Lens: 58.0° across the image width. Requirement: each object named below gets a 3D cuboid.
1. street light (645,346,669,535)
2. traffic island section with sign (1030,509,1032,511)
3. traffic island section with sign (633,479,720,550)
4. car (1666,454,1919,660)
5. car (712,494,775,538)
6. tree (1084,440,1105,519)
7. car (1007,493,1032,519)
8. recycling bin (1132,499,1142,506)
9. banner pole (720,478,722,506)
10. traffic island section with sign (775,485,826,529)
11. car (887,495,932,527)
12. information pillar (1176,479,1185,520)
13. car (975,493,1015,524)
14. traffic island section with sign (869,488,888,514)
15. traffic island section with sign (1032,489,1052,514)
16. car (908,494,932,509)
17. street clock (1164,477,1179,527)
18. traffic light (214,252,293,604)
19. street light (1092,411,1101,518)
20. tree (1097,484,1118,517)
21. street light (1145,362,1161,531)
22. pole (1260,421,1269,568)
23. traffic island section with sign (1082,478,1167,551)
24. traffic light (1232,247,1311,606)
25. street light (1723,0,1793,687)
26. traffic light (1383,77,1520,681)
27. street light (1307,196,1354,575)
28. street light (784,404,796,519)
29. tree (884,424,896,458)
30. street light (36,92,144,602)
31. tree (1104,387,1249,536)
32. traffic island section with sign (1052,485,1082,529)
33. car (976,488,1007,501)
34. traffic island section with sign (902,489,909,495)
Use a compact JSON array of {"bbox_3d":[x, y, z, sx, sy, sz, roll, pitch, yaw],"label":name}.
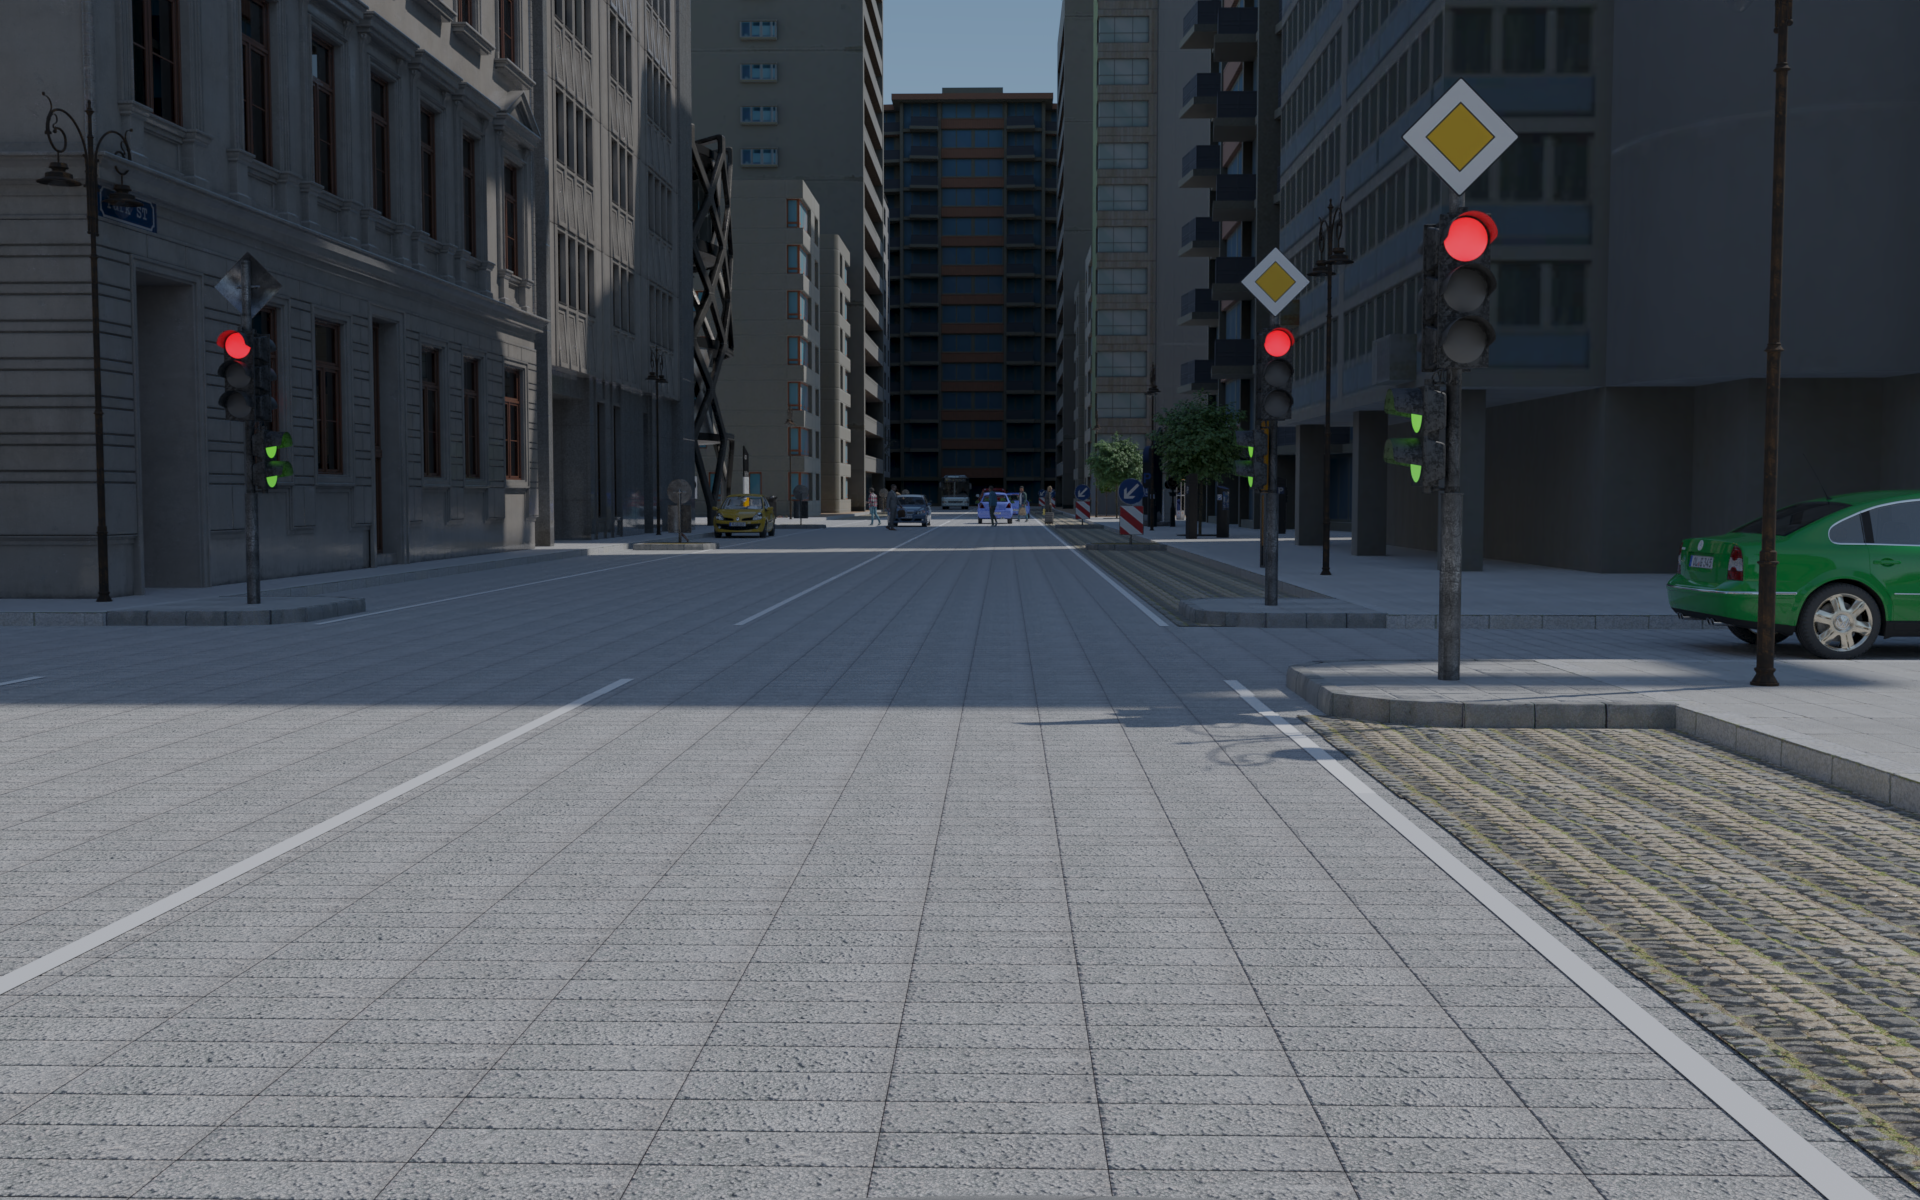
[{"bbox_3d":[-9.447,-4.975,54.121,0.468,5.910,1.993,0,4,1],"label":"street light"},{"bbox_3d":[6.949,-8.562,148.623,1.989,1.847,2.006,0,4,1],"label":"traffic island section with sign"},{"bbox_3d":[-7.320,-2.225,45.000,1.989,1.847,2.006,0,4,1],"label":"traffic island section with sign"},{"bbox_3d":[8.959,-0.420,15.657,4.718,1.807,1.959,0,4,2],"label":"car"},{"bbox_3d":[-7.179,-2.909,57.793,2.015,1.641,3.980,0,3,0],"label":"car"},{"bbox_3d":[8.134,-6.496,89.928,4.285,4.588,4.351,0,3,0],"label":"tree"},{"bbox_3d":[3.229,-5.600,101.150,1.945,1.707,3.694,0,4,3],"label":"car"},{"bbox_3d":[8.325,-4.168,80.703,0.722,1.027,0.722,0,4,6],"label":"recycling bin"},{"bbox_3d":[-12.377,-6.098,89.723,0.401,3.779,0.863,-1,4,-10],"label":"banner pole"},{"bbox_3d":[-6.609,-3.884,72.139,1.989,1.847,2.006,0,4,1],"label":"traffic island section with sign"},{"bbox_3d":[-2.237,-3.987,77.187,2.014,1.417,4.499,0,4,2],"label":"car"},{"bbox_3d":[10.962,-4.992,86.108,0.304,2.012,0.304,3,5,44],"label":"information pillar"},{"bbox_3d":[1.702,-4.580,84.467,1.945,1.707,3.694,0,4,0],"label":"car"},{"bbox_3d":[-5.319,-6.933,121.985,1.989,1.847,2.006,0,4,1],"label":"traffic island section with sign"},{"bbox_3d":[6.243,-6.914,121.677,1.989,1.847,2.006,0,4,1],"label":"traffic island section with sign"},{"bbox_3d":[-2.689,-5.832,105.139,2.009,1.686,4.222,0,4,1],"label":"car"},{"bbox_3d":[8.309,-3.855,67.604,0.471,2.002,0.358,0,4,-6],"label":"street clock"},{"bbox_3d":[-8.240,-1.909,20.132,0.839,4.253,0.868,0,4,1],"label":"traffic light"},{"bbox_3d":[7.456,-7.448,94.564,0.468,5.910,1.993,0,4,1],"label":"street light"},{"bbox_3d":[8.307,-6.363,98.640,1.663,3.219,1.824,0,3,0],"label":"tree"},{"bbox_3d":[6.742,-5.376,60.688,0.468,5.910,1.993,0,4,1],"label":"street light"},{"bbox_3d":[5.325,-2.215,30.055,0.158,3.312,0.155,0,3,0],"label":"pole"},{"bbox_3d":[4.241,-2.197,44.547,1.989,1.847,2.006,0,4,1],"label":"traffic island section with sign"},{"bbox_3d":[3.567,-1.891,19.844,0.839,4.253,0.868,0,4,1],"label":"traffic light"},{"bbox_3d":[5.399,-2.364,11.445,0.468,5.910,1.993,0,4,1],"label":"street light"},{"bbox_3d":[3.361,-1.403,11.861,0.839,4.253,0.868,0,4,1],"label":"traffic light"},{"bbox_3d":[5.796,-3.332,27.260,0.468,5.910,1.993,0,4,1],"label":"street light"},{"bbox_3d":[-8.578,-7.019,87.551,0.468,5.910,1.993,0,4,1],"label":"street light"},{"bbox_3d":[-7.927,-12.526,155.160,4.360,8.622,3.978,0,3,0],"label":"tree"},{"bbox_3d":[-10.208,-2.917,20.482,0.468,5.910,1.993,0,4,1],"label":"street light"},{"bbox_3d":[7.311,-4.247,53.154,4.285,4.588,4.351,0,3,0],"label":"tree"},{"bbox_3d":[4.960,-3.878,72.032,1.989,1.847,2.006,0,4,1],"label":"traffic island section with sign"},{"bbox_3d":[2.161,-6.273,111.233,2.281,1.827,5.304,0,4,0],"label":"car"},{"bbox_3d":[-4.631,-8.581,148.931,1.989,1.847,2.006,0,4,1],"label":"traffic island section with sign"}]
